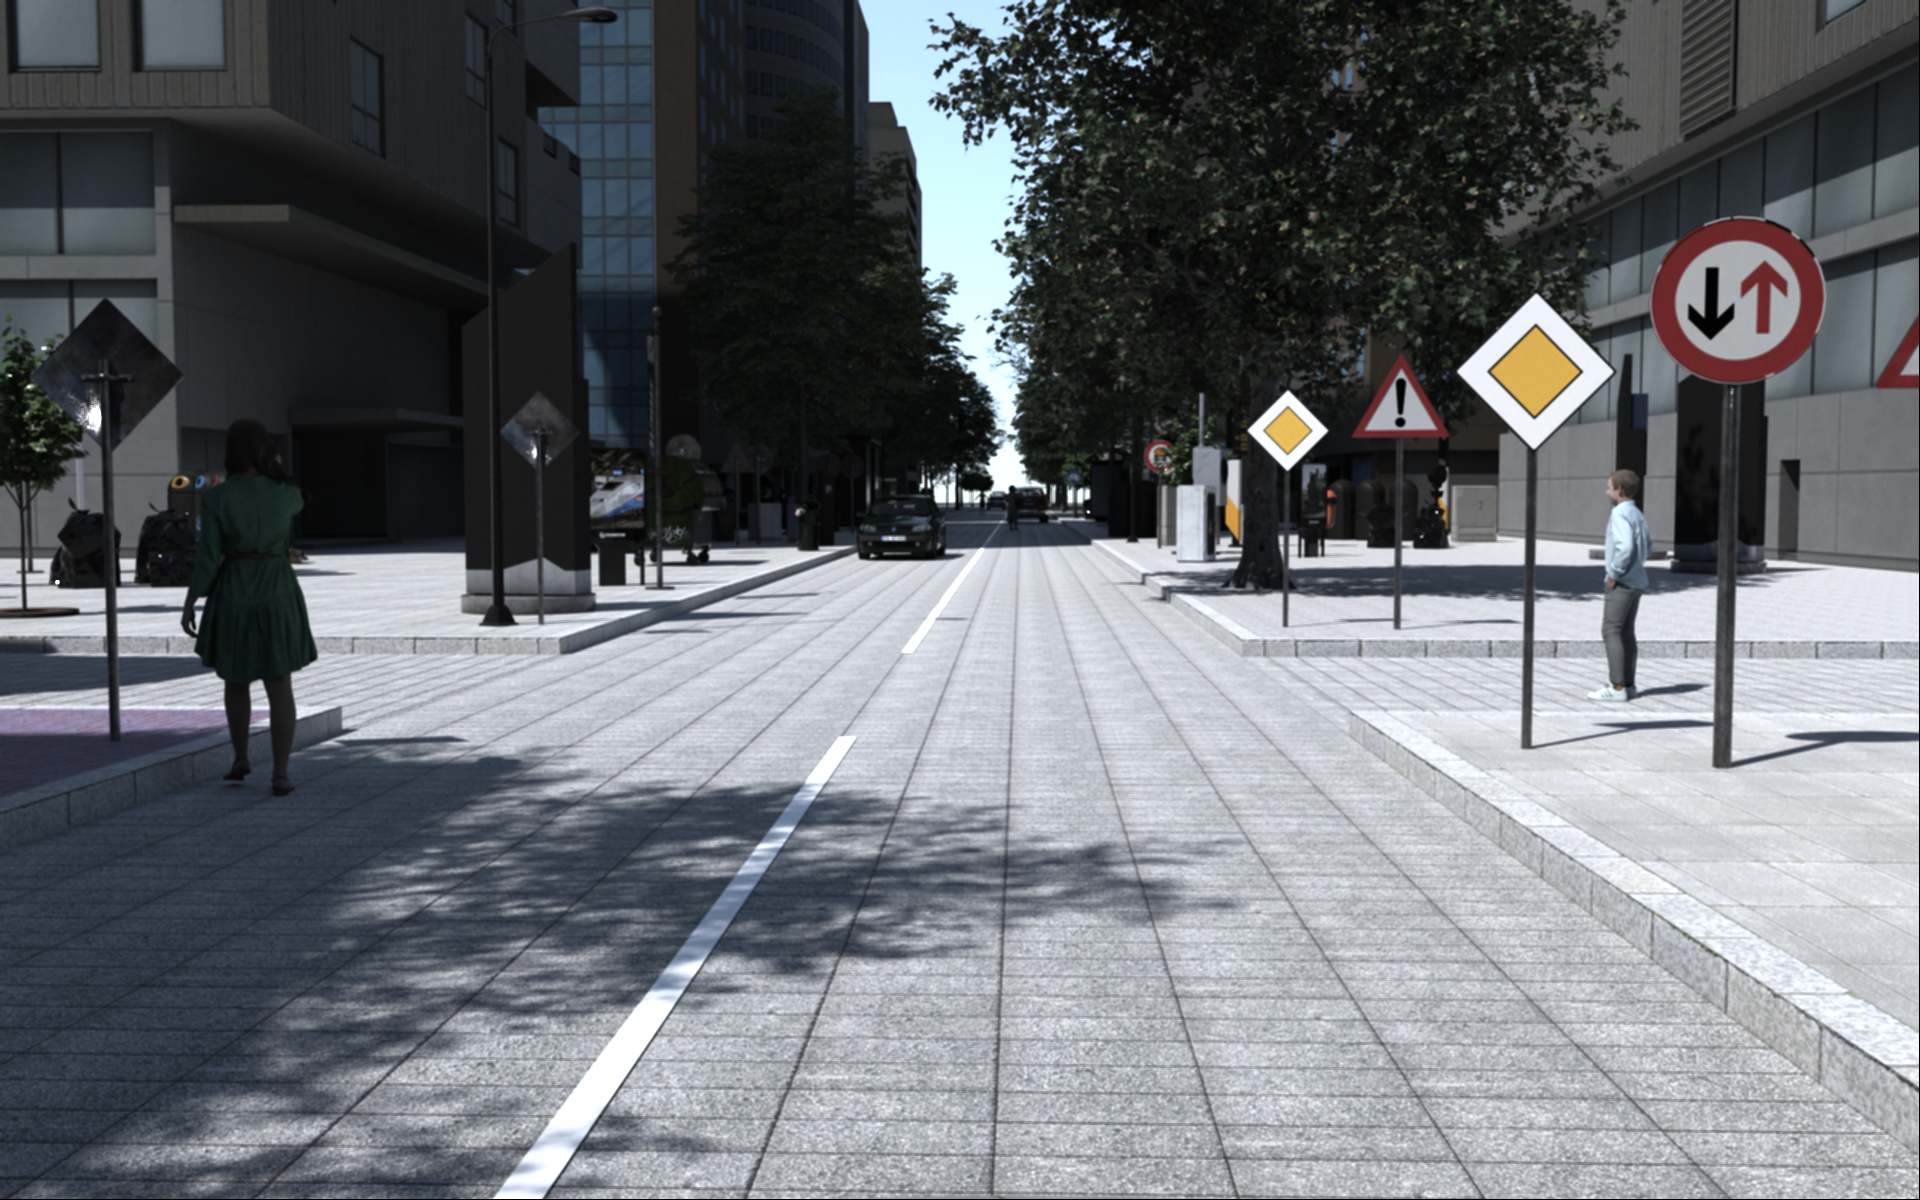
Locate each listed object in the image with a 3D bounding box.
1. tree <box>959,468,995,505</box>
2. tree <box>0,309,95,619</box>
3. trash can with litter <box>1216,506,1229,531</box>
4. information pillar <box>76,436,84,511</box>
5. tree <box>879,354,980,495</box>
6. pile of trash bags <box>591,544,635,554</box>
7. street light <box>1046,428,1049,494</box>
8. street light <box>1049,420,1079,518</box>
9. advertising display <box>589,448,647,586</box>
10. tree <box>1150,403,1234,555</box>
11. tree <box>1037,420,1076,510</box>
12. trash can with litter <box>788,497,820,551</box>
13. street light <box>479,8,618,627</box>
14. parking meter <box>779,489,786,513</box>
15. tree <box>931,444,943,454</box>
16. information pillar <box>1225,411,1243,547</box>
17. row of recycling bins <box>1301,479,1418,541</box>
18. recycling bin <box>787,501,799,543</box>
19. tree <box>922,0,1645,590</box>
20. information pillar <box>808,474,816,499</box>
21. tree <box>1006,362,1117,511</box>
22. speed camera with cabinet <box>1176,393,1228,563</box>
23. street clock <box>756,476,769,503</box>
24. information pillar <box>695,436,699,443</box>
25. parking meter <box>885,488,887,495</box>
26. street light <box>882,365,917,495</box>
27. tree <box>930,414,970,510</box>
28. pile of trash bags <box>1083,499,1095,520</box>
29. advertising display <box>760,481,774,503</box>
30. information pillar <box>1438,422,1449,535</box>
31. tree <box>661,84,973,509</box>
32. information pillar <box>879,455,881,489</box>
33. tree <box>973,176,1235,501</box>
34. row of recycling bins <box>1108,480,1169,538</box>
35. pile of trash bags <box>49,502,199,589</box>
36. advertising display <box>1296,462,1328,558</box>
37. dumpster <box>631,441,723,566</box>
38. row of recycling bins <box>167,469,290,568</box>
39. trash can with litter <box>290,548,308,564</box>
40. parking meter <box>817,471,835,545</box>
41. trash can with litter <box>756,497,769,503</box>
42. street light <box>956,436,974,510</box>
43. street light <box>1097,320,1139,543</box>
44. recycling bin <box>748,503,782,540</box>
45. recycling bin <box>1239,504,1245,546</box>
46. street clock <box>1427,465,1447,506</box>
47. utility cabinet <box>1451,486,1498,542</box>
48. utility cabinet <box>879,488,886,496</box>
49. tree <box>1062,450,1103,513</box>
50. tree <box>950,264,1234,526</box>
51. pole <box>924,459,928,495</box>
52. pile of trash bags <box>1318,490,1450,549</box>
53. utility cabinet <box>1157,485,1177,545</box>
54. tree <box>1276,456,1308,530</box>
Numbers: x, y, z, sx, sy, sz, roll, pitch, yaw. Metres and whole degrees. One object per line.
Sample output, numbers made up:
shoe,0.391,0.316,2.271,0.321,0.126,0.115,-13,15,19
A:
tree,1.259,-13.997,212.565,4.285,4.588,4.351,0,3,0
tree,-9.968,-1.451,18.323,1.663,3.219,1.824,0,3,0
trash can with litter,8.997,-2.996,60.367,1.055,1.170,0.624,-2,4,-26
information pillar,-14.141,-2.230,27.822,0.183,3.616,0.504,-2,4,-28
tree,-2.078,-11.059,115.220,7.601,10.594,8.767,1,4,16
pile of trash bags,-8.797,-1.678,37.184,3.447,1.369,1.912,-2,4,-28
street light,6.759,-9.112,121.520,1.470,5.913,1.316,0,4,2
street light,5.603,-7.280,91.575,1.470,5.913,1.316,0,4,2
advertising display,-4.862,-1.159,24.160,0.974,1.923,0.123,-1,4,-19
tree,5.027,-2.592,36.980,1.663,3.219,1.824,0,3,0
tree,9.177,-12.672,157.543,4.737,8.622,4.395,0,3,0
trash can with litter,-3.530,-1.708,39.318,0.624,1.170,1.055,-1,4,-17
street light,-3.971,-2.703,16.733,1.470,5.913,1.316,0,4,2
parking meter,-8.811,-4.756,86.169,0.372,1.533,0.369,0,3,0
tree,0.094,-15.715,167.313,12.009,13.543,11.850,0,3,0
information pillar,6.609,-3.083,41.759,0.183,3.616,0.504,-2,4,-32
row of recycling bins,11.130,-2.524,48.387,3.534,1.692,1.069,3,5,41
recycling bin,-4.111,-2.044,45.970,0.722,1.027,0.722,-3,4,-36
tree,4.163,-6.497,23.236,9.611,12.733,9.660,0,3,0
information pillar,-5.409,-3.570,62.857,0.304,2.012,0.304,0,4,7
tree,7.862,-13.769,131.777,9.857,13.997,8.962,0,3,0
speed camera with cabinet,4.670,-2.380,33.253,0.660,3.252,2.038,1,4,20
street clock,-7.727,-3.864,67.747,0.471,2.002,0.358,-2,4,-25
information pillar,-10.597,-4.760,69.174,0.183,3.616,0.504,3,5,43
parking meter,-3.367,-4.123,75.824,0.372,1.533,0.369,0,3,0
street light,-2.245,-5.506,62.562,1.470,5.913,1.316,0,4,2
tree,-1.188,-11.314,135.339,4.360,8.622,3.978,0,3,0
pile of trash bags,7.945,-4.930,90.363,1.912,1.369,3.447,2,4,26
advertising display,-9.646,-4.966,86.414,0.974,1.923,0.123,3,5,41
information pillar,15.061,-3.829,53.952,0.183,3.616,0.504,-1,4,-14
tree,-4.440,-7.950,48.114,7.486,12.596,7.792,0,3,0
information pillar,-4.242,-5.862,87.198,0.504,3.616,0.183,1,4,16
tree,5.772,-8.297,53.787,7.486,12.596,7.792,0,3,0
row of recycling bins,5.883,-2.700,51.255,3.534,1.692,1.069,3,5,40
pile of trash bags,-12.357,-0.882,24.169,3.447,1.369,1.912,-1,4,-17
advertising display,7.143,-1.832,35.163,0.123,1.923,0.974,3,5,44
dumpster,-5.223,-1.772,31.471,1.502,2.255,1.985,0,4,2
row of recycling bins,-11.800,-1.275,27.960,1.069,1.692,3.534,-3,5,-42
trash can with litter,-12.555,-1.252,31.851,1.055,1.170,0.624,0,4,-4
parking meter,-3.355,-2.302,43.351,0.399,1.863,0.255,-3,5,-42
trash can with litter,-8.278,-3.680,71.553,0.624,1.170,1.055,-2,4,-28
street light,0.375,-10.186,139.088,1.470,5.913,1.316,0,4,2
street light,4.045,-4.483,45.839,1.470,5.913,1.316,0,4,2
recycling bin,-5.453,-2.191,48.381,0.722,1.027,0.722,-2,4,-35
recycling bin,7.266,-1.841,42.654,0.722,1.027,0.722,3,4,37
street clock,11.876,-2.359,43.137,0.471,2.002,0.358,-2,4,-32
utility cabinet,13.717,-2.294,46.180,1.173,1.500,0.318,-1,4,-11
utility cabinet,-3.220,-3.627,67.978,0.318,1.500,1.173,-1,4,-22
tree,8.287,-8.096,116.079,4.285,4.588,4.351,0,3,0
tree,6.103,-9.679,68.628,12.009,13.543,11.850,0,3,0
pole,-1.653,-5.529,84.240,0.158,3.312,0.155,0,3,0
pile of trash bags,10.160,-1.962,41.839,3.447,1.369,1.912,2,4,31
utility cabinet,5.382,-2.113,43.233,0.318,1.500,1.173,3,5,43
tree,12.059,-4.164,62.686,1.663,3.219,1.824,0,3,0
